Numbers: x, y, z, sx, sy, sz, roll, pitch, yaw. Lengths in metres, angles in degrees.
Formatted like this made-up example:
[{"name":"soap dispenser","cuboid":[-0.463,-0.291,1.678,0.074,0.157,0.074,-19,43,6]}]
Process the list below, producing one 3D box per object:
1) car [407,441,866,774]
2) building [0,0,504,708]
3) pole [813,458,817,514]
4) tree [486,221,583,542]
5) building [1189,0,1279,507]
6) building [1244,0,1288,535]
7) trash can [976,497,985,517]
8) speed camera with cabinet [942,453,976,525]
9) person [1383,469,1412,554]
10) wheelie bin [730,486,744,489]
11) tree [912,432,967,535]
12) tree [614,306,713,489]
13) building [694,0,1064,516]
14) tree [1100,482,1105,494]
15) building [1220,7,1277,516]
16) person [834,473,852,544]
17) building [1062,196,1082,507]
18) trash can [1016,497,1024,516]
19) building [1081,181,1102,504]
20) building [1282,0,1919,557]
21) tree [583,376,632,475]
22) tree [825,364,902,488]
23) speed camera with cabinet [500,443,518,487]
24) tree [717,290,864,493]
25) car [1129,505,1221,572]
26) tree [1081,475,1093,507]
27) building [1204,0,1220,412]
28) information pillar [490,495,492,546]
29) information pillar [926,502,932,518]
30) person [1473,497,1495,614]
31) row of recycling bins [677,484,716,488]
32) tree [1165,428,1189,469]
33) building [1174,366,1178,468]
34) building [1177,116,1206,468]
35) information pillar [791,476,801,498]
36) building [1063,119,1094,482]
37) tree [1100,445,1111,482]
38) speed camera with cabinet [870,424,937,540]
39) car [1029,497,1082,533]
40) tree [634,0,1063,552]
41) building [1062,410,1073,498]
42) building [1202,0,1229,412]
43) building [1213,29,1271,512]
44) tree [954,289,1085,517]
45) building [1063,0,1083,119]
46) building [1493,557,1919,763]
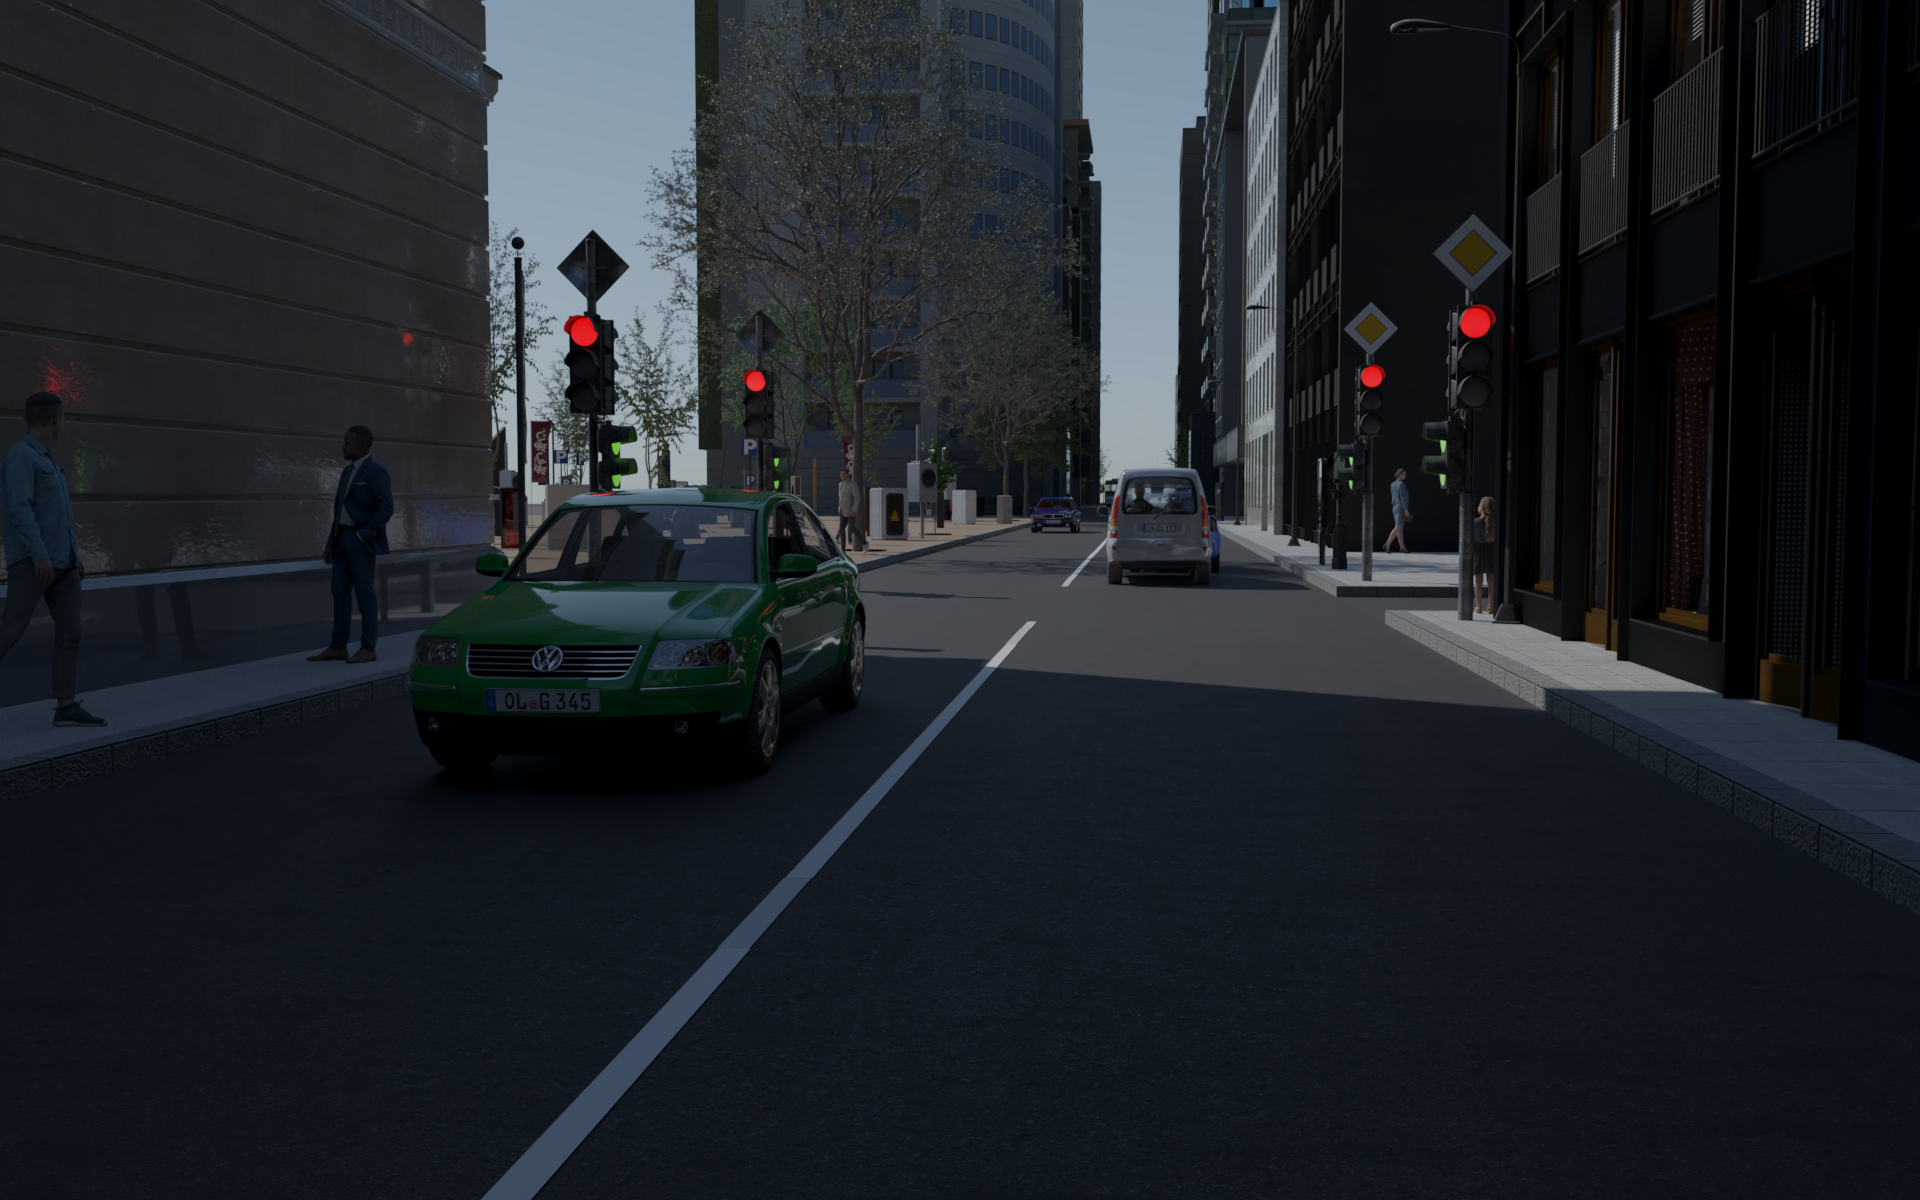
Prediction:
[{"name":"car","cuboid":[-1.697,-0.094,10.327,1.959,1.807,4.718,0,4,6]},{"name":"building","cuboid":[-15.195,-13.860,12.512,20.117,28.700,13.634,0,4,6]},{"name":"pole","cuboid":[-8.290,-6.429,98.954,0.158,3.312,0.155,0,3,0]},{"name":"tree","cuboid":[-12.725,-5.844,45.917,4.360,8.622,3.978,0,3,0]},{"name":"building","cuboid":[28.679,-49.795,126.821,22.319,86.520,31.000,0,4,6]},{"name":"building","cuboid":[15.889,-12.639,61.394,10.420,20.320,16.860,0,4,6]},{"name":"trash can","cuboid":[1.083,-5.309,98.460,0.748,1.137,0.748,0,3,0]},{"name":"speed camera with cabinet","cuboid":[-0.138,-4.854,73.693,0.660,3.252,2.038,-3,4,-38]},{"name":"person","cuboid":[9.384,-1.902,37.168,0.654,1.822,0.581,0,4,1]},{"name":"wheelie bin","cuboid":[-10.677,-4.531,81.984,0.693,1.594,0.980,2,4,27]},{"name":"tree","cuboid":[-0.838,-3.647,54.230,1.663,3.219,1.824,0,3,0]},{"name":"tree","cuboid":[-12.062,-7.232,68.609,4.737,8.622,4.395,0,3,0]},{"name":"building","cuboid":[-4.298,-35.074,115.466,21.231,58.520,28.212,0,4,6]},{"name":"tree","cuboid":[20.387,-15.725,251.708,1.663,3.219,1.824,0,3,0]},{"name":"building","cuboid":[23.081,-20.471,106.406,14.160,30.474,14.107,0,4,6]},{"name":"person","cuboid":[-2.901,-2.325,44.075,0.620,1.820,0.660,-2,4,-32]},{"name":"building","cuboid":[4.483,-24.223,167.739,14.160,30.474,14.107,0,4,6]},{"name":"trash can","cuboid":[3.559,-5.382,99.653,0.748,1.137,0.748,0,3,0]},{"name":"building","cuboid":[10.718,-32.833,220.405,14.154,41.232,14.086,0,4,6]},{"name":"building","cuboid":[15.319,-13.159,44.833,12.332,23.373,15.834,0,4,6]},{"name":"tree","cuboid":[-18.177,-8.146,83.543,4.360,8.622,3.978,0,3,0]},{"name":"tree","cuboid":[-5.597,-8.871,95.403,4.737,8.622,4.395,0,3,0]},{"name":"speed camera with cabinet","cuboid":[-17.611,-4.400,66.276,0.660,3.252,2.038,1,4,22]},{"name":"tree","cuboid":[-8.466,-9.868,87.101,9.928,11.665,9.643,0,3,0]},{"name":"car","cuboid":[4.043,-1.440,33.137,1.945,1.707,3.694,0,4,5]},{"name":"tree","cuboid":[12.955,-11.191,177.581,1.663,3.219,1.824,0,3,0]},{"name":"building","cuboid":[36.139,-46.309,195.403,20.563,71.187,20.611,0,4,6]},{"name":"information pillar","cuboid":[-9.850,-1.902,35.592,0.304,2.012,0.304,1,4,23]},{"name":"information pillar","cuboid":[-1.699,-5.511,94.603,0.304,2.012,0.304,0,4,2]},{"name":"person","cuboid":[5.604,-0.482,18.591,0.362,1.253,0.373,0,4,4]},{"name":"row of recycling bins","cuboid":[-11.416,-4.179,75.434,1.069,1.692,3.534,1,4,12]},{"name":"tree","cuboid":[24.107,-14.262,183.548,4.737,8.622,4.395,0,3,0]},{"name":"building","cuboid":[44.242,-24.351,243.176,27.650,21.520,28.899,0,4,6]},{"name":"building","cuboid":[38.349,-36.327,217.639,21.300,48.544,21.600,0,4,6]},{"name":"information pillar","cuboid":[-6.756,-4.090,71.357,0.304,2.012,0.304,-2,4,-32]},{"name":"building","cuboid":[4.085,-33.323,199.454,22.147,44.769,28.867,0,4,6]},{"name":"tree","cuboid":[20.644,-18.903,259.418,4.360,8.622,3.978,0,3,0]},{"name":"speed camera with cabinet","cuboid":[-1.574,-3.321,48.635,2.038,3.252,0.660,-3,5,-42]},{"name":"car","cuboid":[3.607,-3.206,64.999,1.945,1.354,3.894,0,4,6]},{"name":"tree","cuboid":[-2.393,-7.830,38.391,12.009,13.543,11.850,0,3,0]},{"name":"building","cuboid":[-1.445,-50.847,144.027,22.319,86.520,31.000,0,4,6]},{"name":"building","cuboid":[33.646,-32.948,158.302,23.786,49.044,30.456,0,4,6]},{"name":"building","cuboid":[20.141,-16.225,84.353,14.314,24.678,30.058,0,4,6]},{"name":"tree","cuboid":[3.286,-10.804,94.774,7.486,12.596,7.792,0,3,0]},{"name":"building","cuboid":[8.562,-48.862,237.142,20.563,71.187,20.611,0,4,6]},{"name":"building","cuboid":[10.739,-10.942,8.584,12.332,23.373,15.834,0,4,6]}]
